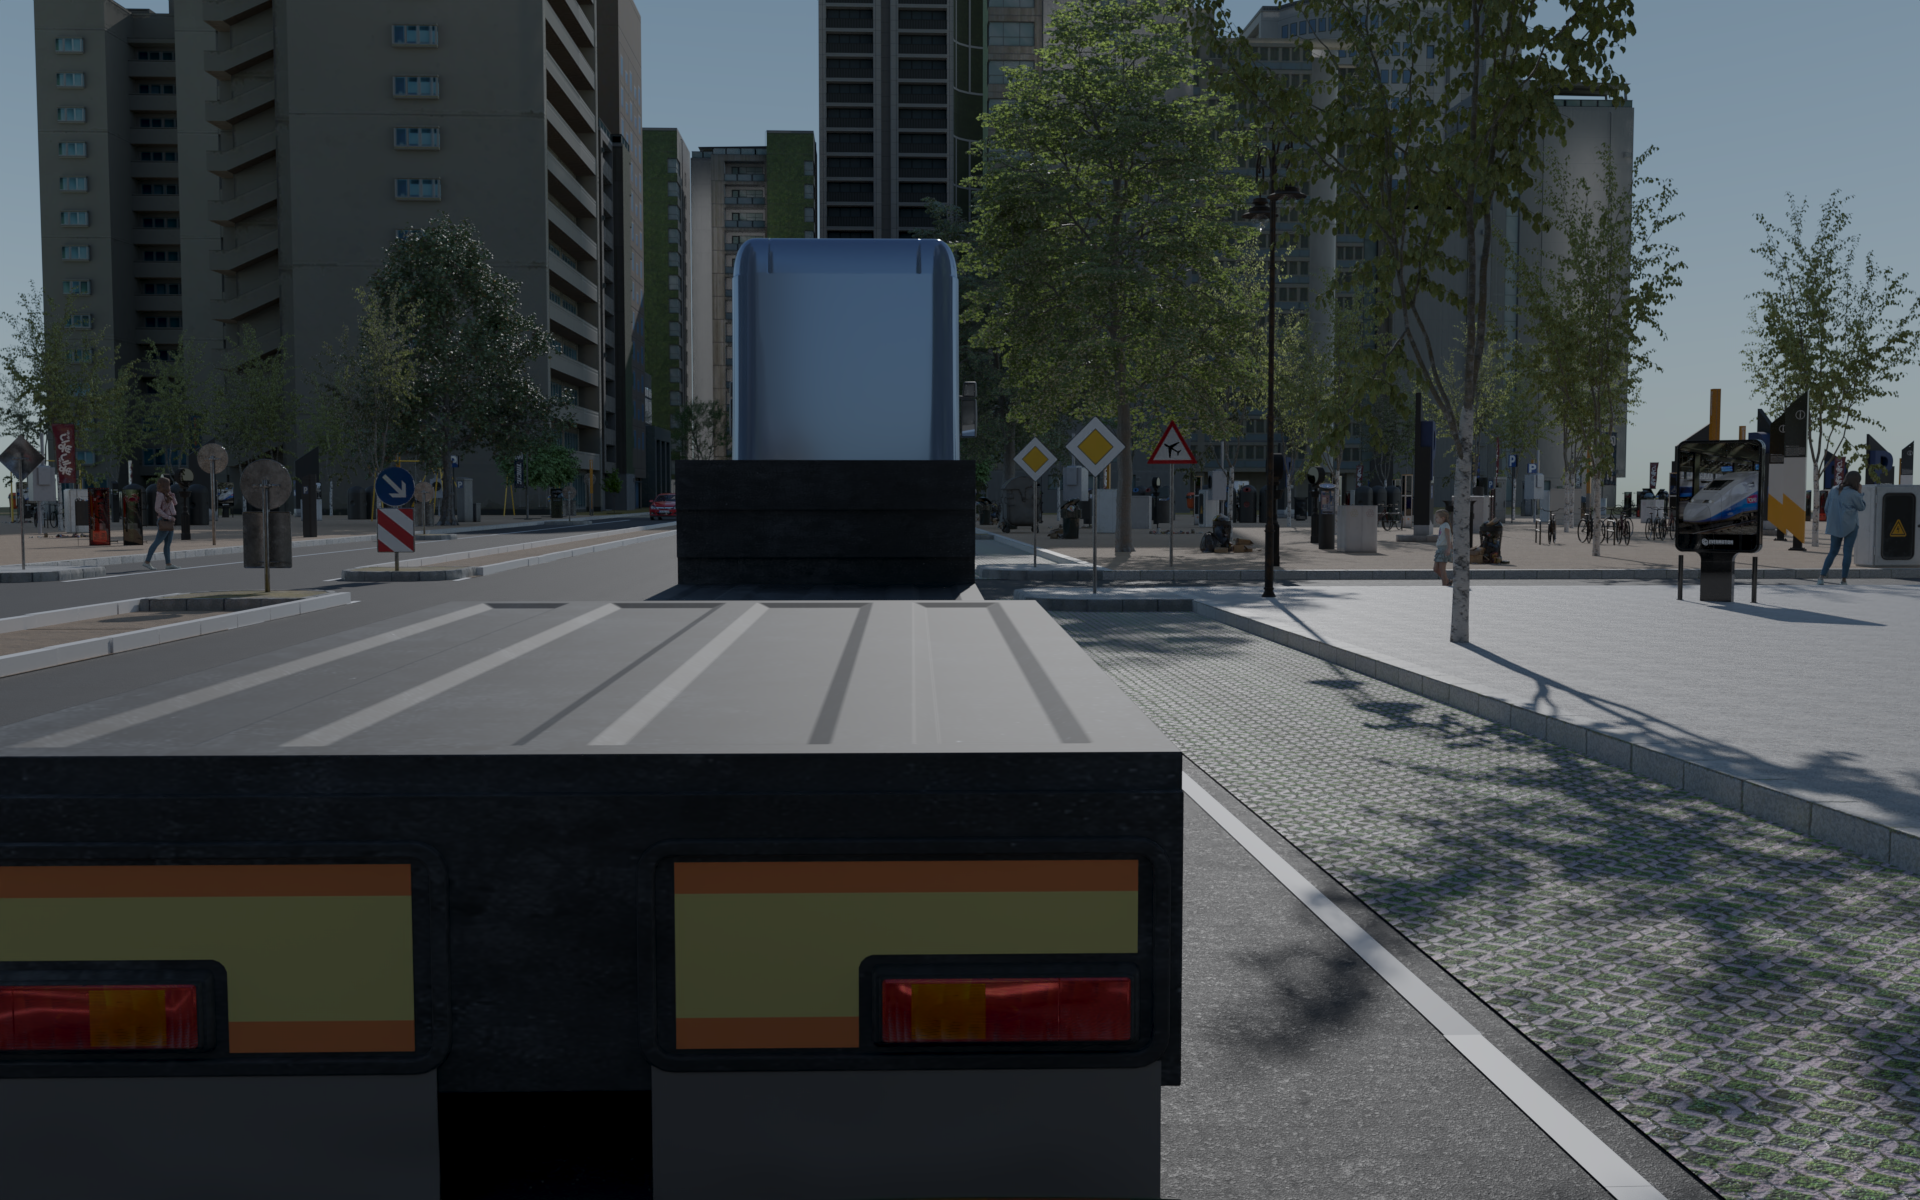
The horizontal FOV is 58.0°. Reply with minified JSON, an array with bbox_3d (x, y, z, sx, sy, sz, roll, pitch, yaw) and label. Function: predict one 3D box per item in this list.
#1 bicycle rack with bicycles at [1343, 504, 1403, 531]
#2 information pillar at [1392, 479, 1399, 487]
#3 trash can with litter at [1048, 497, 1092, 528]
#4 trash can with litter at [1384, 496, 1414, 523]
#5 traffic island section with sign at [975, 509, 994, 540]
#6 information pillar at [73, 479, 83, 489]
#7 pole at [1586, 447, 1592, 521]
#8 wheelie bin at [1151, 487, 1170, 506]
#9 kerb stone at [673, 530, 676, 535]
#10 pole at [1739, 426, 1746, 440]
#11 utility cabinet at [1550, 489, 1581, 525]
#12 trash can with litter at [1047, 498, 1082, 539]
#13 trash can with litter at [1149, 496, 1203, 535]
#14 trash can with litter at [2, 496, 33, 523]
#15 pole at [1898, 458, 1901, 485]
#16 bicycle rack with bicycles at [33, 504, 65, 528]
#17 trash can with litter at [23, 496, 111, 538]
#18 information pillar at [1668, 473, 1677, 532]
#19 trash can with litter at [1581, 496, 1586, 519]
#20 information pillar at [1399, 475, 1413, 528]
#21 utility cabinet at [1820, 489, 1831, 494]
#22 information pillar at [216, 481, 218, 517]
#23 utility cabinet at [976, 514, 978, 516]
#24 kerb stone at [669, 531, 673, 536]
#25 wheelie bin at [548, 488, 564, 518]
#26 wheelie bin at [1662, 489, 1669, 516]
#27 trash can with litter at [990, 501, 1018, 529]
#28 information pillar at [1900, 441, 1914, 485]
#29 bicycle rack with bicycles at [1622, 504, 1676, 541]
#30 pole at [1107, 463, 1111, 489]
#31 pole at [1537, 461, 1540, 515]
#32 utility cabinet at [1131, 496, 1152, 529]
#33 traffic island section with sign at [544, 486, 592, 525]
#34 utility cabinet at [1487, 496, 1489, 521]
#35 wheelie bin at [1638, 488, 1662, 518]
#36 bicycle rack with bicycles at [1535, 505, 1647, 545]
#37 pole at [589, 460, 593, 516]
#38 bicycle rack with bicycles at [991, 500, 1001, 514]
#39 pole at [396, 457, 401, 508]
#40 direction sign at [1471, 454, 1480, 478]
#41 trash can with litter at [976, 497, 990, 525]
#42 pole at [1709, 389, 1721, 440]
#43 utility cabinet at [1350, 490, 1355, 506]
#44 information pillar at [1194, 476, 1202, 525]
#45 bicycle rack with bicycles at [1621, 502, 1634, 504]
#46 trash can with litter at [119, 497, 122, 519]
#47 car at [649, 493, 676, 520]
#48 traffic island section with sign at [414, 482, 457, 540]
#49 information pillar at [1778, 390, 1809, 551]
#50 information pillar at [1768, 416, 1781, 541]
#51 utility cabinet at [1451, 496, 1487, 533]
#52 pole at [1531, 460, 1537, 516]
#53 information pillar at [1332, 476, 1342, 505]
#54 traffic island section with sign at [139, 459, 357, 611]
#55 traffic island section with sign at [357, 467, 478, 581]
[{"bbox_3d":[14.571,-2.929,61.272,2.925,0.926,2.852,-2,4,-30],"label":"bicycle rack with bicycles"},{"bbox_3d":[21.933,-5.052,87.099,0.304,2.012,0.304,-1,4,-13],"label":"information pillar"},{"bbox_3d":[4.390,-3.313,65.224,2.233,1.210,1.678,2,4,35],"label":"trash can with litter"},{"bbox_3d":[19.821,-4.085,77.844,2.233,1.210,1.678,1,4,22],"label":"trash can with litter"},{"bbox_3d":[0.033,-2.831,54.907,1.989,1.847,2.006,0,4,-3],"label":"traffic island section with sign"},{"bbox_3d":[-42.223,-4.798,82.937,0.304,2.012,0.304,0,4,7],"label":"information pillar"},{"bbox_3d":[26.472,-4.836,72.912,0.158,3.312,0.155,0,3,0],"label":"pole"},{"bbox_3d":[9.426,-4.490,81.327,0.980,1.594,0.693,-1,4,-10],"label":"wheelie bin"},{"bbox_3d":[-9.976,-2.276,59.555,0.120,0.150,1.000,0,4,-3],"label":"kerb stone"},{"bbox_3d":[23.339,-3.542,51.754,0.158,3.312,0.155,0,3,0],"label":"pole"},{"bbox_3d":[24.541,-3.764,70.214,1.173,1.500,0.318,1,4,15],"label":"utility cabinet"},{"bbox_3d":[2.951,-2.327,49.426,1.055,1.170,0.624,3,5,41],"label":"trash can with litter"},{"bbox_3d":[6.987,-2.741,55.872,2.233,1.210,1.678,-1,4,-23],"label":"trash can with litter"},{"bbox_3d":[-41.748,-4.013,76.663,1.678,1.210,2.233,-1,4,-14],"label":"trash can with litter"},{"bbox_3d":[53.235,-6.376,98.092,0.158,3.312,0.155,0,3,0],"label":"pole"},{"bbox_3d":[-33.941,-3.213,65.922,2.852,0.926,2.925,-2,4,-30],"label":"bicycle rack with bicycles"},{"bbox_3d":[-26.394,-2.465,51.357,2.233,1.210,1.678,-2,4,-34],"label":"trash can with litter"},{"bbox_3d":[24.465,-3.355,59.339,0.304,2.012,0.304,2,4,33],"label":"information pillar"},{"bbox_3d":[31.847,-4.704,88.290,0.624,1.170,1.055,0,4,5],"label":"trash can with litter"},{"bbox_3d":[16.894,-3.730,65.483,0.304,2.012,0.304,-1,4,-15],"label":"information pillar"},{"bbox_3d":[42.146,-4.596,83.817,1.173,1.500,0.318,-1,4,-23],"label":"utility cabinet"},{"bbox_3d":[-40.428,-5.462,93.798,0.304,2.012,0.304,0,4,8],"label":"information pillar"},{"bbox_3d":[0.705,-5.472,98.152,0.318,1.500,1.173,-1,4,-17],"label":"utility cabinet"},{"bbox_3d":[-9.918,-2.223,58.533,0.120,0.150,1.000,0,4,-3],"label":"kerb stone"},{"bbox_3d":[-21.466,-5.162,92.308,0.980,1.594,0.693,-1,4,-15],"label":"wheelie bin"},{"bbox_3d":[41.924,-5.840,103.398,0.980,1.594,0.693,-3,5,-43],"label":"wheelie bin"},{"bbox_3d":[1.713,-3.155,62.967,0.624,1.170,1.055,-2,4,-27],"label":"trash can with litter"},{"bbox_3d":[41.286,-5.147,75.501,0.504,3.616,0.183,1,4,18],"label":"information pillar"},{"bbox_3d":[19.388,-2.192,49.229,2.852,0.926,2.925,3,5,44],"label":"bicycle rack with bicycles"},{"bbox_3d":[7.528,-5.746,87.786,0.158,3.312,0.155,0,3,0],"label":"pole"},{"bbox_3d":[35.503,-6.891,106.507,0.158,3.312,0.155,0,3,0],"label":"pole"},{"bbox_3d":[6.550,-3.223,63.861,1.020,1.237,0.306,2,4,30],"label":"utility cabinet"},{"bbox_3d":[-18.372,-4.449,81.377,1.989,1.847,2.006,0,4,-3],"label":"traffic island section with sign"},{"bbox_3d":[20.033,-3.418,67.042,0.306,1.237,1.020,-2,4,-25],"label":"utility cabinet"},{"bbox_3d":[36.874,-5.203,92.979,0.693,1.594,0.980,-1,4,-22],"label":"wheelie bin"},{"bbox_3d":[15.911,-1.902,44.483,2.852,0.926,2.925,1,4,16],"label":"bicycle rack with bicycles"},{"bbox_3d":[-21.861,-6.659,102.711,0.158,3.312,0.155,0,3,0],"label":"pole"},{"bbox_3d":[2.377,-5.502,103.342,2.925,0.926,2.852,-2,4,-33],"label":"bicycle rack with bicycles"},{"bbox_3d":[-27.076,-5.486,83.543,0.158,3.312,0.155,0,3,0],"label":"pole"},{"bbox_3d":[28.985,-6.446,97.396,0.876,3.537,0.379,-3,5,-45],"label":"direction sign"},{"bbox_3d":[1.119,-3.684,71.613,0.624,1.170,1.055,2,4,34],"label":"trash can with litter"},{"bbox_3d":[14.612,-2.431,33.584,0.158,3.312,0.155,0,3,0],"label":"pole"},{"bbox_3d":[23.133,-5.612,100.428,1.173,1.500,0.318,-3,4,-37],"label":"utility cabinet"},{"bbox_3d":[9.752,-4.064,70.933,0.304,2.012,0.304,1,4,14],"label":"information pillar"},{"bbox_3d":[41.687,-5.692,106.449,2.925,0.926,2.852,2,4,28],"label":"bicycle rack with bicycles"},{"bbox_3d":[-42.770,-4.655,87.162,1.678,1.210,2.233,0,4,4],"label":"trash can with litter"},{"bbox_3d":[-16.089,-5.325,96.097,2.155,1.783,4.494,0,4,-1],"label":"car"},{"bbox_3d":[-16.936,-2.803,54.460,1.989,1.847,2.006,0,4,-3],"label":"traffic island section with sign"},{"bbox_3d":[18.919,-2.926,39.197,0.504,3.616,0.183,3,5,44],"label":"information pillar"},{"bbox_3d":[22.459,-3.434,47.494,0.504,3.616,0.183,2,4,26],"label":"information pillar"},{"bbox_3d":[16.794,-2.821,57.282,1.020,1.237,0.306,1,4,20],"label":"utility cabinet"},{"bbox_3d":[33.779,-6.630,102.246,0.158,3.312,0.155,0,3,0],"label":"pole"},{"bbox_3d":[15.344,-4.040,70.545,0.304,2.012,0.304,2,4,31],"label":"information pillar"},{"bbox_3d":[-9.034,-0.850,22.036,2.006,1.907,1.989,0,4,-3],"label":"traffic island section with sign"},{"bbox_3d":[-9.418,-1.303,29.433,2.006,1.907,1.989,0,4,-3],"label":"traffic island section with sign"}]
